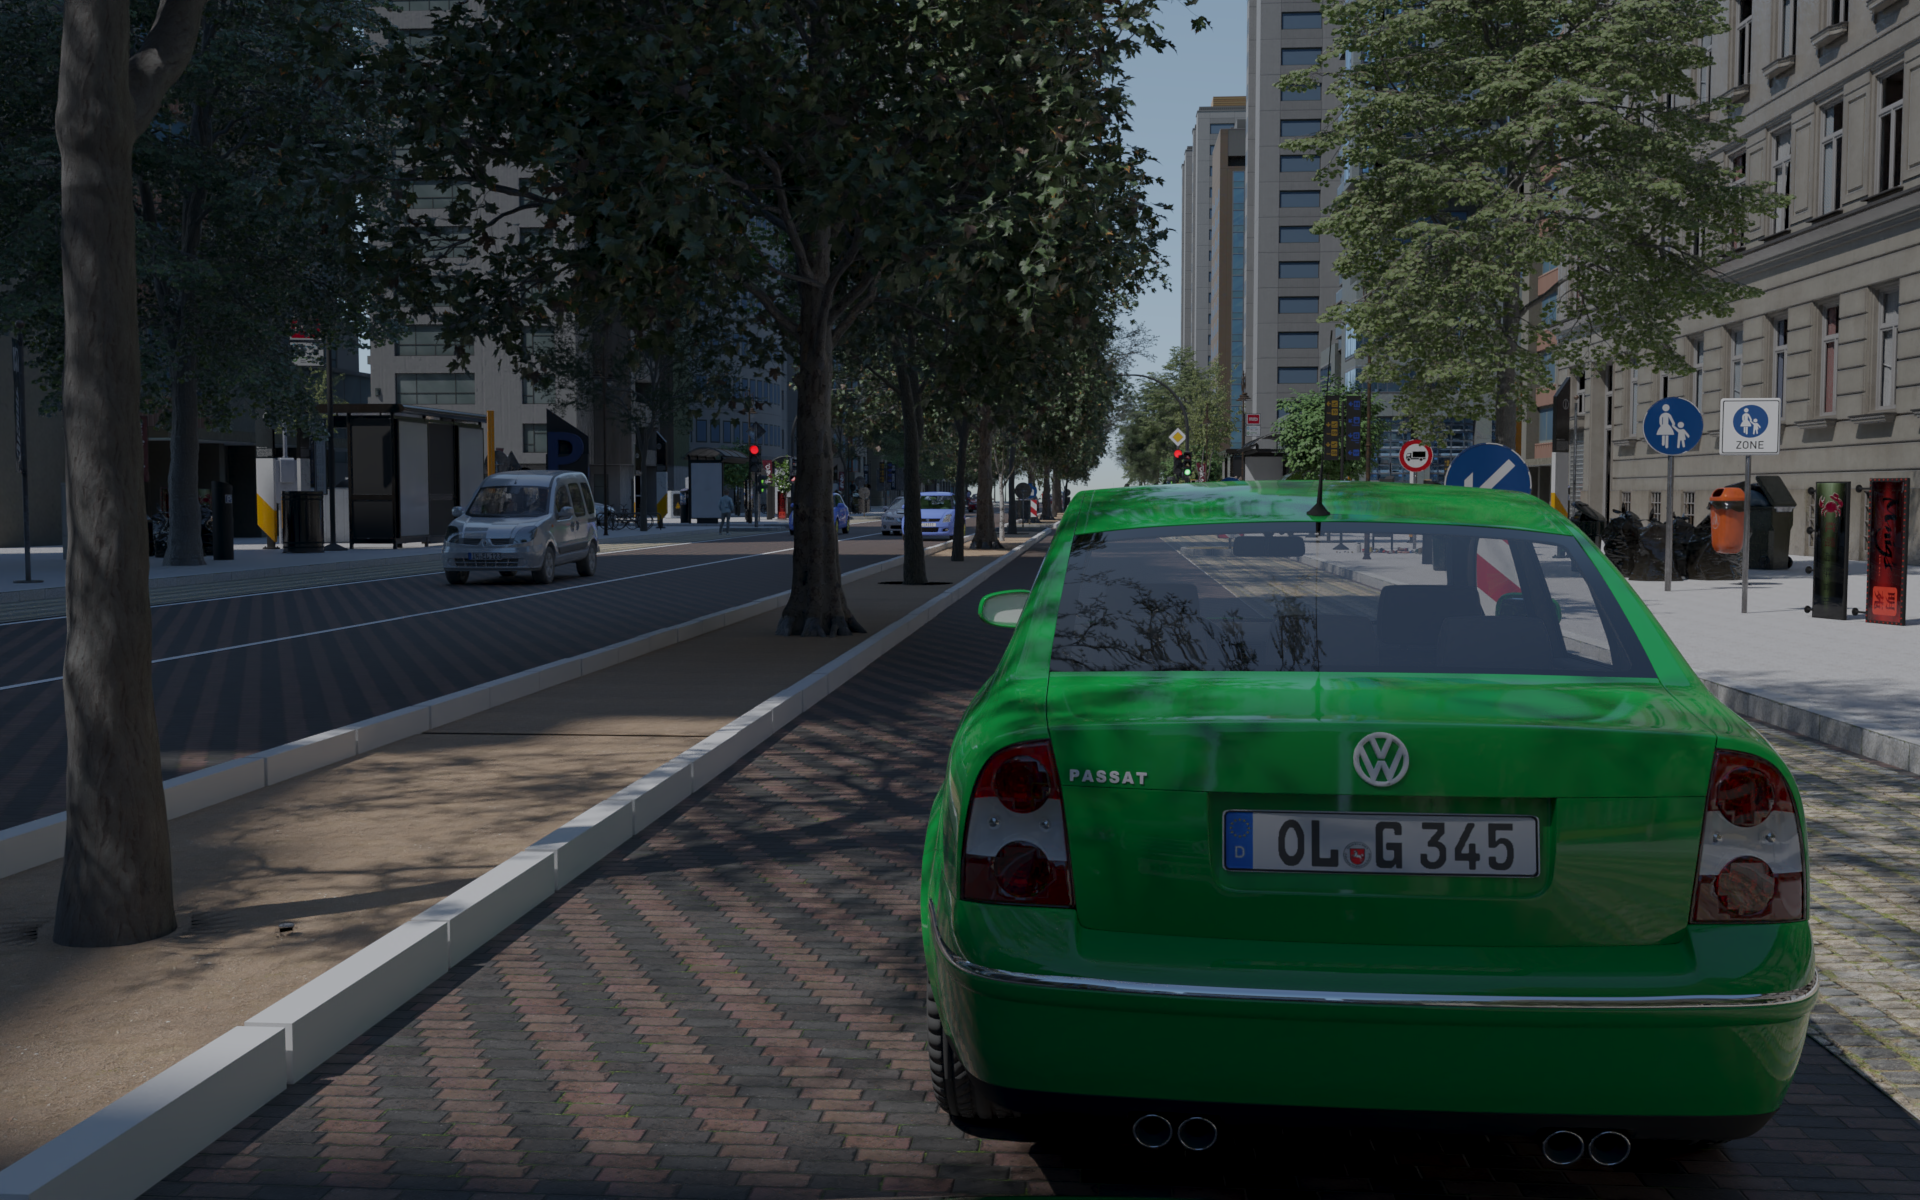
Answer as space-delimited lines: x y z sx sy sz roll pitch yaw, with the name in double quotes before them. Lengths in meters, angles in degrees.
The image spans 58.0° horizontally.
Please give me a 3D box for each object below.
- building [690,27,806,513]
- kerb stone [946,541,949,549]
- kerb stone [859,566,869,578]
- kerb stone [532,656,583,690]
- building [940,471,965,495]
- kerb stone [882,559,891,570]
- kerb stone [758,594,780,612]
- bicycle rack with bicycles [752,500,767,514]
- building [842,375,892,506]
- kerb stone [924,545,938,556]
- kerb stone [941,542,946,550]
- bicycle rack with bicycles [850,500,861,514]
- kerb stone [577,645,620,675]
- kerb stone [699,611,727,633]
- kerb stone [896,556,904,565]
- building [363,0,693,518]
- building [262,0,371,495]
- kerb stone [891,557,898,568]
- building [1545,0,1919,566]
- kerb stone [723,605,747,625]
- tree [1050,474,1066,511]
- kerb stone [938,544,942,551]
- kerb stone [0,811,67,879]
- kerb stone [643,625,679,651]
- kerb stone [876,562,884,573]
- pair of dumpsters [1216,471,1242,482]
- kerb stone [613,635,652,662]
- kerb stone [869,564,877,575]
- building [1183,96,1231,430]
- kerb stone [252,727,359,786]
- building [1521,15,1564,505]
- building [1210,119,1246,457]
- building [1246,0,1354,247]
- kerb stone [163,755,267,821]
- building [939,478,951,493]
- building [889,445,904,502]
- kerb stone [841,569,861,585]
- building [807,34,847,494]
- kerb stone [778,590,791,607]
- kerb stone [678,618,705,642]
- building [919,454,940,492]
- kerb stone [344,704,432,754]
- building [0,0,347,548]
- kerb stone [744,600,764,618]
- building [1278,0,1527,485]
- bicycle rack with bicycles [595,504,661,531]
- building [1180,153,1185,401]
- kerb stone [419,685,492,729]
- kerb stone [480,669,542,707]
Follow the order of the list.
"building" -23.741 -35.636 124.643 21.231 58.520 28.212 0 4 5
"kerb stone" -0.450 -1.379 44.739 0.120 0.150 1.000 0 4 5
"kerb stone" -1.714 -0.441 29.408 0.120 0.150 1.000 0 4 5
"kerb stone" -3.063 0.560 13.037 0.120 0.150 1.000 0 4 5
"building" -13.315 -27.356 292.315 27.650 21.520 28.899 0 4 5
"kerb stone" -1.458 -0.629 32.472 0.120 0.150 1.000 0 4 5
"kerb stone" -2.390 0.061 21.207 0.120 0.150 1.000 0 4 5
"bicycle rack with bicycles" -12.102 -6.065 112.543 2.925 0.926 2.852 1 4 16
"building" -22.642 -20.507 180.331 27.650 21.520 28.899 0 4 5
"kerb stone" -0.704 -1.191 41.676 0.120 0.150 1.000 0 4 5
"kerb stone" -0.532 -1.312 43.717 0.120 0.150 1.000 0 4 5
"bicycle rack with bicycles" -7.223 -5.931 110.353 2.852 0.926 2.925 1 4 10
"kerb stone" -2.975 0.504 14.056 0.120 0.150 1.000 0 4 5
"kerb stone" -2.637 0.248 18.139 0.120 0.150 1.000 0 4 5
"kerb stone" -1.288 -0.754 34.520 0.120 0.150 1.000 0 4 5
"building" -23.445 -19.851 96.271 14.160 30.474 14.107 0 4 5
"building" -50.435 -31.114 97.952 27.495 52.752 28.713 0 4 5
"kerb stone" -1.371 -0.687 33.495 0.120 0.150 1.000 0 4 5
"building" 25.167 -12.669 40.416 16.112 22.955 30.059 0 4 5
"kerb stone" -2.548 0.185 19.169 0.120 0.150 1.000 0 4 5
"tree" 8.755 -11.811 145.932 4.737 8.622 4.395 0 3 0
"kerb stone" -0.617 -1.245 42.695 0.120 0.150 1.000 0 4 5
"kerb stone" -3.568 0.935 6.903 0.120 0.150 1.000 0 4 5
"kerb stone" -2.812 0.373 16.095 0.120 0.150 1.000 0 4 5
"kerb stone" -1.552 -0.566 31.451 0.120 0.150 1.000 0 4 5
"pair of dumpsters" 11.859 -4.503 76.115 1.574 2.255 4.437 0 4 5
"kerb stone" -2.893 0.441 15.075 0.120 0.150 1.000 0 4 5
"kerb stone" -1.633 -0.503 30.432 0.120 0.150 1.000 0 4 5
"building" 45.659 -44.080 262.707 21.231 58.520 28.212 0 4 5
"kerb stone" -3.392 0.811 8.941 0.120 0.150 1.000 0 4 5
"building" 42.959 -26.561 88.897 28.867 44.769 22.147 0 4 5
"building" 37.451 -34.077 207.271 14.600 45.320 14.200 0 4 5
"building" 37.210 -37.883 161.384 21.231 58.520 28.212 0 4 5
"kerb stone" -3.481 0.873 7.921 0.120 0.150 1.000 0 4 5
"building" -11.972 -50.621 265.896 20.563 71.187 20.611 0 4 5
"building" -13.983 -31.622 200.608 14.154 41.232 14.086 0 4 5
"kerb stone" -1.795 -0.379 28.386 0.120 0.150 1.000 0 4 5
"building" -18.287 -31.043 157.665 14.600 45.320 14.200 0 4 5
"kerb stone" -2.296 -0.001 22.226 0.120 0.150 1.000 0 4 5
"kerb stone" -2.720 0.316 17.114 0.120 0.150 1.000 0 4 5
"building" -10.602 -29.232 249.642 14.160 30.474 14.107 0 4 5
"kerb stone" -3.308 0.748 9.967 0.120 0.150 1.000 0 4 5
"building" -34.093 -24.019 47.338 28.867 44.769 22.147 0 4 5
"kerb stone" -2.471 0.130 20.189 0.120 0.150 1.000 0 4 5
"building" 36.840 -49.894 128.431 22.319 86.520 31.000 0 4 5
"bicycle rack with bicycles" -12.040 -2.966 61.880 2.925 0.926 2.852 -2 4 -29
"building" 47.624 -45.798 290.801 21.231 58.520 28.212 0 4 5
"kerb stone" -3.221 0.685 10.996 0.120 0.150 1.000 0 4 5
"kerb stone" -3.141 0.623 12.015 0.120 0.150 1.000 0 4 5
